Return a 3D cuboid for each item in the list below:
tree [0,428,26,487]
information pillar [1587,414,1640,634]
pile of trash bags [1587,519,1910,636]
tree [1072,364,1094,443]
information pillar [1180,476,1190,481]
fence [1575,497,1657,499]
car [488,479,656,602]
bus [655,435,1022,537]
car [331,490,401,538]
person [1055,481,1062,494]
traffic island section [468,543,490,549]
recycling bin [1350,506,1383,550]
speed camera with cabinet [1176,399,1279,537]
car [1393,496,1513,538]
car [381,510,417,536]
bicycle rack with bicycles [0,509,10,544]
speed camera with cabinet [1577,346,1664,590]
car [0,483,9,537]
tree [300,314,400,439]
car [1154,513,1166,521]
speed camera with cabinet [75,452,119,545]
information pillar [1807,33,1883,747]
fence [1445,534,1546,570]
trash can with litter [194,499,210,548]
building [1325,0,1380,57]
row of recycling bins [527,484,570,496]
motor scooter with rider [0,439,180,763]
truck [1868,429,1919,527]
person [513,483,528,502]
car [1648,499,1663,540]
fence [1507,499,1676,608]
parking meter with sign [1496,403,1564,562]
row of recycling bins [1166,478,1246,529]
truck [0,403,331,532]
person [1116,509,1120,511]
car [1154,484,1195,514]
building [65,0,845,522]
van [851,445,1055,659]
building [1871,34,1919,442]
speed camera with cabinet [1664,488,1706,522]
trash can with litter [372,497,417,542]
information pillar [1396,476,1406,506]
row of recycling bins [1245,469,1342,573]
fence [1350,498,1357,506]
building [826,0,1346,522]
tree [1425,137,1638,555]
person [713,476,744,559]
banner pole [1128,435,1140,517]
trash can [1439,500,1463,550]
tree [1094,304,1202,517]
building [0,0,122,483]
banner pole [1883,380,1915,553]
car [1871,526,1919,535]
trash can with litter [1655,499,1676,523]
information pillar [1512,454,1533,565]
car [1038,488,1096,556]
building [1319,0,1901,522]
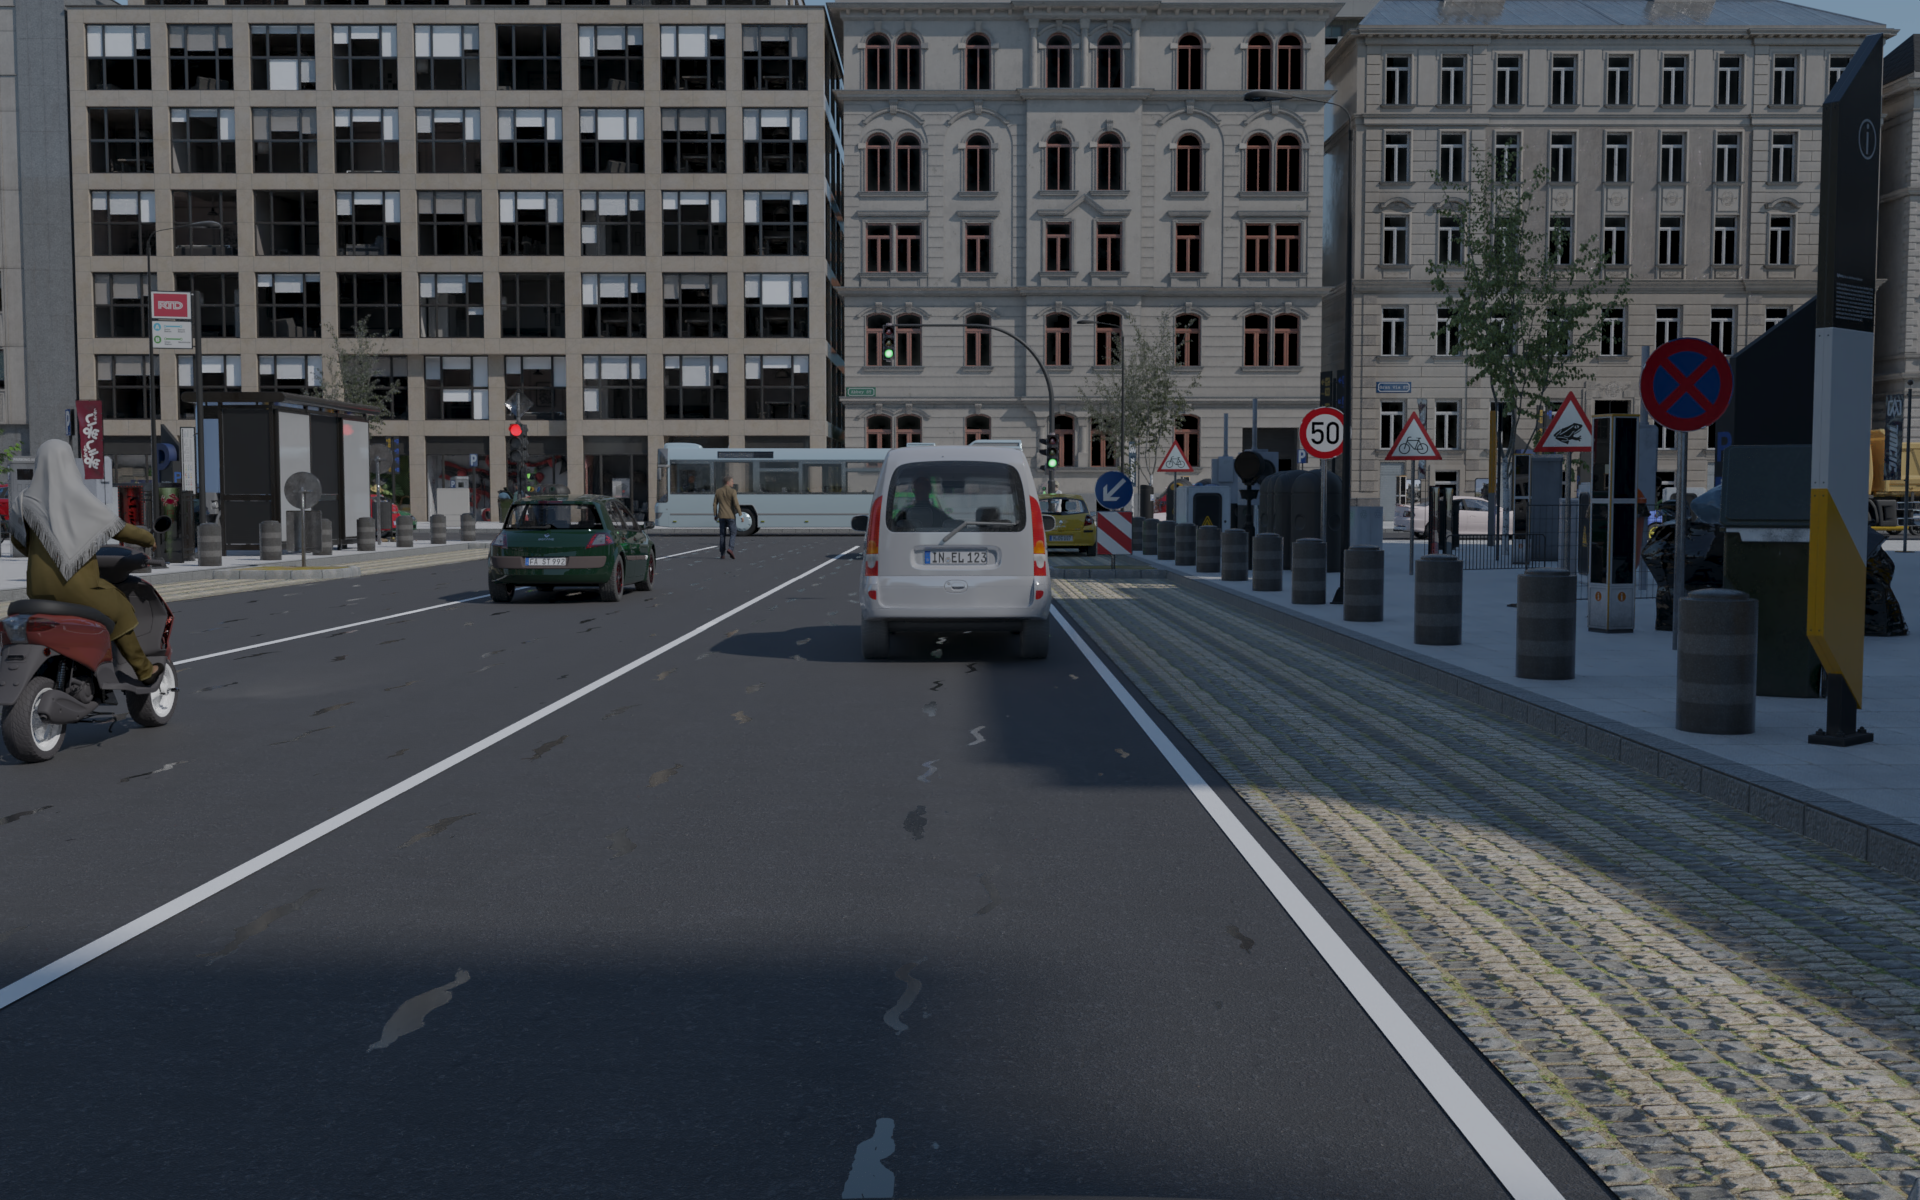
[{"bbox_3d":[-14.917,-1.919,25.975,1.663,3.219,1.824,0,3,0],"label":"tree"},{"bbox_3d":[6.045,-0.705,16.027,0.304,2.012,0.304,-1,4,-17],"label":"information pillar"},{"bbox_3d":[7.338,-0.426,16.723,1.912,1.369,3.447,-1,4,-22],"label":"pile of trash bags"},{"bbox_3d":[7.346,-7.692,76.134,4.360,8.622,3.978,0,3,0],"label":"tree"},{"bbox_3d":[9.233,-4.071,71.058,0.304,2.012,0.304,-1,4,-13],"label":"information pillar"},{"bbox_3d":[17.654,-2.167,46.641,2.264,1.192,0.480,0,4,8],"label":"fence"},{"bbox_3d":[-5.388,-0.893,24.385,2.009,1.686,4.222,0,4,-1],"label":"car"},{"bbox_3d":[-4.557,-3.949,59.427,13.247,3.499,2.948,0,4,-2],"label":"bus"},{"bbox_3d":[-20.130,-2.819,55.134,4.494,1.783,2.155,0,3,0],"label":"car"},{"bbox_3d":[2.958,-2.754,53.414,0.514,1.842,0.818,2,4,30],"label":"person"},{"bbox_3d":[-11.824,-1.481,46.499,2.009,0.180,2.903,0,3,0],"label":"traffic island section"},{"bbox_3d":[8.183,-1.406,35.550,0.722,1.027,0.722,-2,4,-28],"label":"recycling bin"},{"bbox_3d":[5.504,-2.525,35.625,2.038,3.252,0.660,-1,4,-16],"label":"speed camera with cabinet"},{"bbox_3d":[16.293,-2.624,55.259,4.827,1.381,2.083,0,4,0],"label":"car"},{"bbox_3d":[-20.856,-2.859,58.547,4.920,1.459,2.131,0,4,1],"label":"car"},{"bbox_3d":[-23.419,-1.843,43.519,2.925,0.926,2.852,1,4,14],"label":"bicycle rack with bicycles"},{"bbox_3d":[9.062,-1.810,23.935,0.660,3.252,2.038,0,4,7],"label":"speed camera with cabinet"},{"bbox_3d":[-30.019,-2.978,57.371,5.304,1.827,2.281,0,4,2],"label":"car"},{"bbox_3d":[-25.127,-7.405,71.427,4.360,8.622,3.978,0,3,0],"label":"tree"},{"bbox_3d":[7.251,-2.308,50.099,4.827,1.381,2.083,0,4,1],"label":"car"},{"bbox_3d":[-21.123,-2.978,43.030,0.660,3.252,2.038,0,4,5],"label":"speed camera with cabinet"},{"bbox_3d":[4.487,-1.066,8.784,0.504,3.616,0.183,-3,5,-40],"label":"information pillar"},{"bbox_3d":[7.997,-0.639,25.831,2.069,0.683,0.278,-2,4,-27],"label":"fence"},{"bbox_3d":[-18.154,-1.806,40.921,0.624,1.170,1.055,-1,4,-11],"label":"trash can with litter"},{"bbox_3d":[33.076,-34.630,155.435,28.713,52.752,27.495,0,3,0],"label":"building"},{"bbox_3d":[-16.977,-3.940,71.537,1.069,1.692,3.534,-2,4,-33],"label":"row of recycling bins"},{"bbox_3d":[-4.935,-0.056,9.885,0.876,1.779,1.986,0,4,-1],"label":"motor scooter with rider"},{"bbox_3d":[28.872,-3.489,52.976,9.791,3.379,3.469,0,4,1],"label":"truck"},{"bbox_3d":[-15.280,-3.147,59.930,0.794,1.824,0.713,-3,4,-36],"label":"person"},{"bbox_3d":[20.811,-2.459,49.789,3.694,1.707,1.945,0,3,0],"label":"car"},{"bbox_3d":[7.386,-0.525,19.785,2.264,1.192,0.480,-1,4,-16],"label":"fence"},{"bbox_3d":[11.155,-2.252,33.078,1.738,3.016,0.543,1,4,16],"label":"parking meter with sign"},{"bbox_3d":[6.765,-2.351,45.555,1.069,1.692,3.534,-3,4,-36],"label":"row of recycling bins"},{"bbox_3d":[-27.121,-3.669,49.755,18.799,4.110,2.967,0,4,1],"label":"truck"},{"bbox_3d":[4.891,-2.681,53.795,0.566,1.644,0.517,-3,5,-42],"label":"person"},{"bbox_3d":[9.519,-3.269,62.120,5.304,1.827,2.281,0,4,1],"label":"car"},{"bbox_3d":[-23.178,-17.346,88.130,34.151,26.468,19.350,0,3,0],"label":"building"},{"bbox_3d":[-0.060,-0.578,16.465,2.013,2.044,4.112,0,4,-1],"label":"van"},{"bbox_3d":[52.791,-15.625,84.350,19.941,23.489,11.050,0,3,0],"label":"building"},{"bbox_3d":[19.072,-3.051,44.223,2.038,3.252,0.660,1,4,17],"label":"speed camera with cabinet"},{"bbox_3d":[-15.846,-2.162,46.412,2.233,1.210,1.678,0,4,-2],"label":"trash can with litter"},{"bbox_3d":[17.787,-3.999,69.883,0.304,2.012,0.304,-1,4,-19],"label":"information pillar"},{"bbox_3d":[5.833,-1.392,29.871,1.069,1.692,3.534,0,4,-1],"label":"row of recycling bins"},{"bbox_3d":[9.418,-1.913,42.482,0.480,1.192,2.264,0,4,-4],"label":"fence"},{"bbox_3d":[5.678,-18.253,85.818,23.554,28.519,14.401,0,3,0],"label":"building"},{"bbox_3d":[11.507,-5.237,35.984,4.737,8.622,4.395,0,3,0],"label":"tree"},{"bbox_3d":[-5.119,-1.828,38.293,0.656,1.842,0.836,-1,4,-15],"label":"person"},{"bbox_3d":[7.347,-5.057,72.703,0.863,3.779,0.401,-3,5,-42],"label":"banner pole"},{"bbox_3d":[11.192,-1.729,39.926,0.748,1.137,0.748,0,3,0],"label":"trash can"},{"bbox_3d":[7.465,-7.185,67.843,4.360,8.622,3.978,0,3,0],"label":"tree"},{"bbox_3d":[-50.313,-16.309,84.677,19.932,24.808,12.078,0,3,0],"label":"building"},{"bbox_3d":[20.698,-2.946,38.183,0.401,3.779,0.863,-1,4,-19],"label":"banner pole"},{"bbox_3d":[31.827,-3.092,60.782,3.980,1.641,2.015,0,4,-1],"label":"car"},{"bbox_3d":[14.840,-1.497,35.865,0.624,1.170,1.055,3,5,39],"label":"trash can with litter"},{"bbox_3d":[10.263,-1.658,31.601,0.304,2.012,0.304,2,4,25],"label":"information pillar"},{"bbox_3d":[2.271,-1.884,41.025,2.015,1.641,3.980,0,4,0],"label":"car"},{"bbox_3d":[30.266,-17.625,85.427,25.104,27.353,12.463,0,3,0],"label":"building"}]
